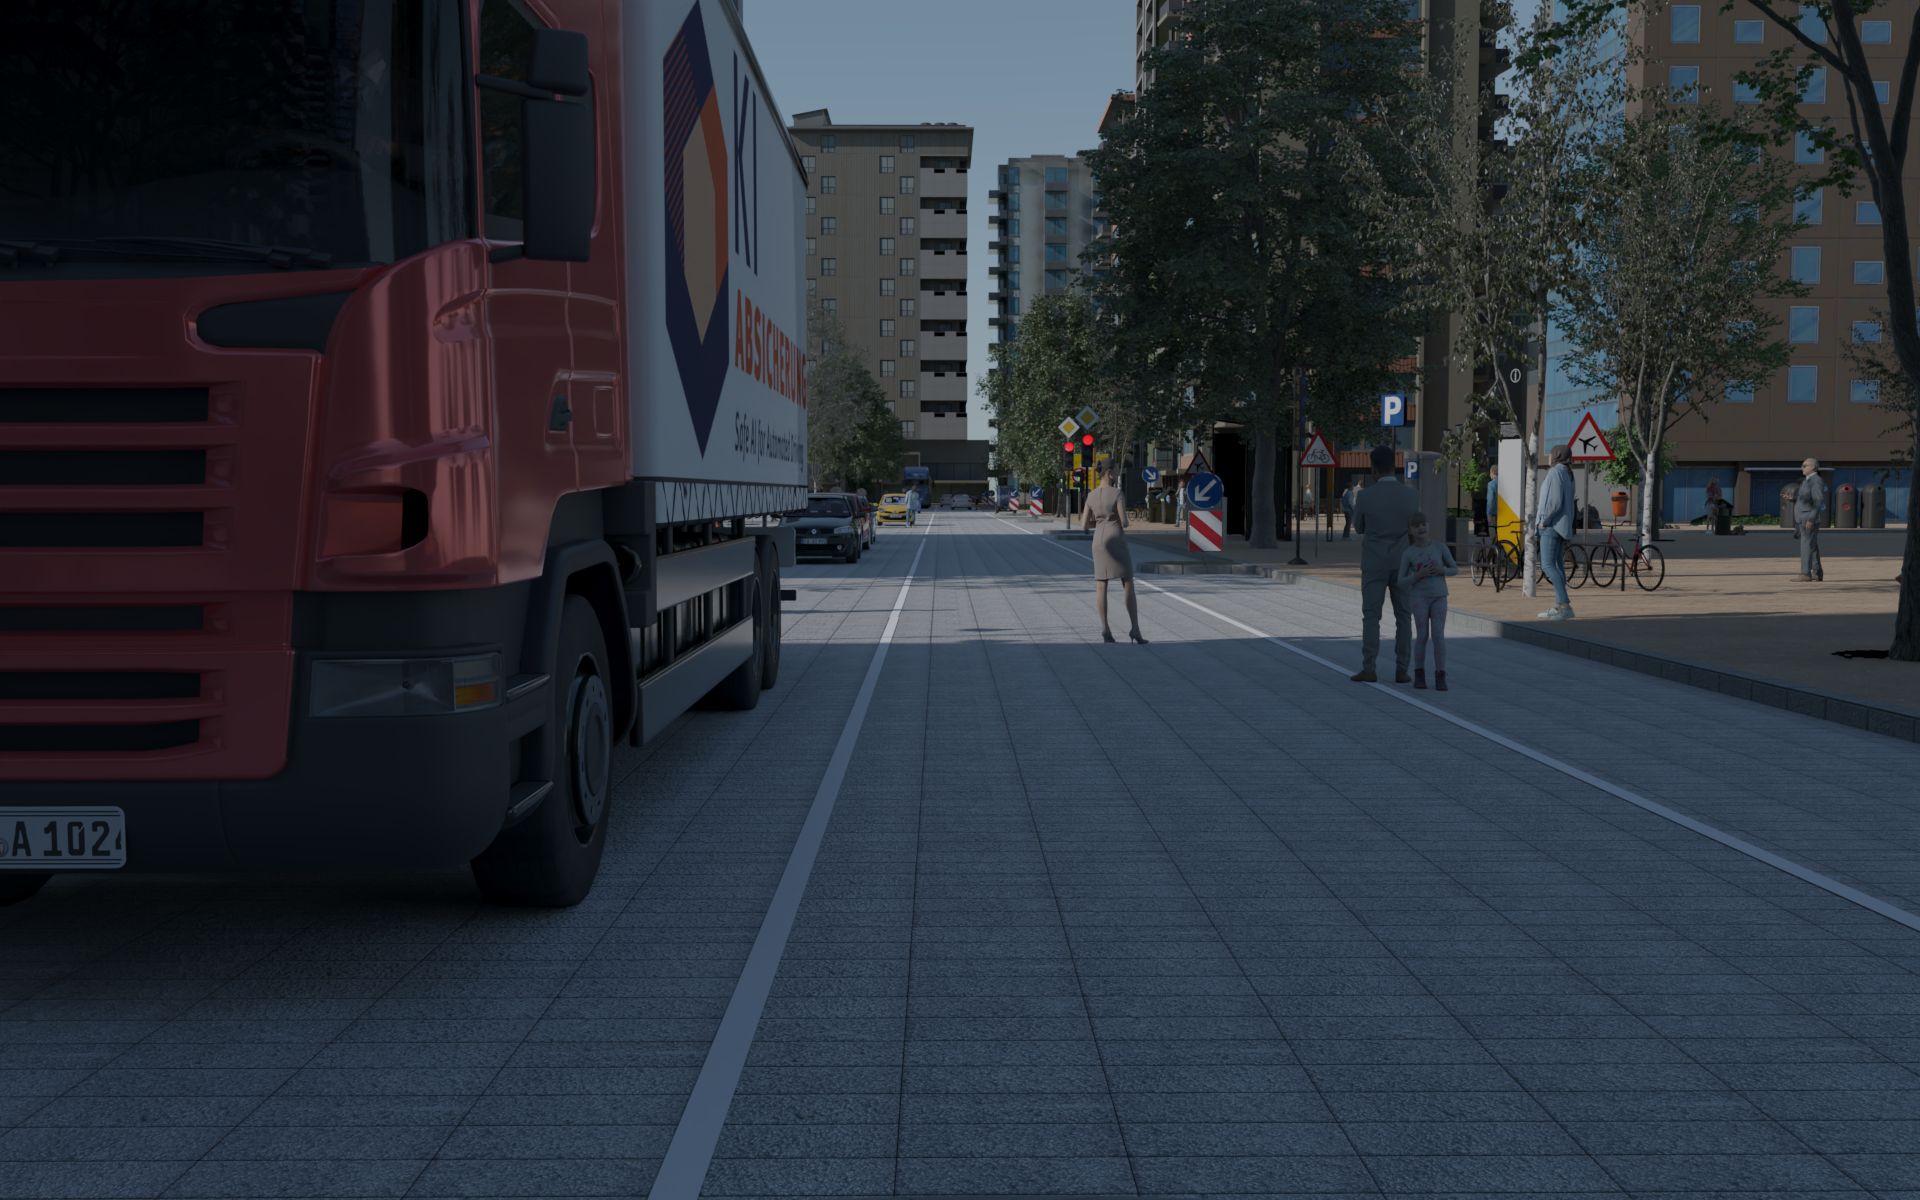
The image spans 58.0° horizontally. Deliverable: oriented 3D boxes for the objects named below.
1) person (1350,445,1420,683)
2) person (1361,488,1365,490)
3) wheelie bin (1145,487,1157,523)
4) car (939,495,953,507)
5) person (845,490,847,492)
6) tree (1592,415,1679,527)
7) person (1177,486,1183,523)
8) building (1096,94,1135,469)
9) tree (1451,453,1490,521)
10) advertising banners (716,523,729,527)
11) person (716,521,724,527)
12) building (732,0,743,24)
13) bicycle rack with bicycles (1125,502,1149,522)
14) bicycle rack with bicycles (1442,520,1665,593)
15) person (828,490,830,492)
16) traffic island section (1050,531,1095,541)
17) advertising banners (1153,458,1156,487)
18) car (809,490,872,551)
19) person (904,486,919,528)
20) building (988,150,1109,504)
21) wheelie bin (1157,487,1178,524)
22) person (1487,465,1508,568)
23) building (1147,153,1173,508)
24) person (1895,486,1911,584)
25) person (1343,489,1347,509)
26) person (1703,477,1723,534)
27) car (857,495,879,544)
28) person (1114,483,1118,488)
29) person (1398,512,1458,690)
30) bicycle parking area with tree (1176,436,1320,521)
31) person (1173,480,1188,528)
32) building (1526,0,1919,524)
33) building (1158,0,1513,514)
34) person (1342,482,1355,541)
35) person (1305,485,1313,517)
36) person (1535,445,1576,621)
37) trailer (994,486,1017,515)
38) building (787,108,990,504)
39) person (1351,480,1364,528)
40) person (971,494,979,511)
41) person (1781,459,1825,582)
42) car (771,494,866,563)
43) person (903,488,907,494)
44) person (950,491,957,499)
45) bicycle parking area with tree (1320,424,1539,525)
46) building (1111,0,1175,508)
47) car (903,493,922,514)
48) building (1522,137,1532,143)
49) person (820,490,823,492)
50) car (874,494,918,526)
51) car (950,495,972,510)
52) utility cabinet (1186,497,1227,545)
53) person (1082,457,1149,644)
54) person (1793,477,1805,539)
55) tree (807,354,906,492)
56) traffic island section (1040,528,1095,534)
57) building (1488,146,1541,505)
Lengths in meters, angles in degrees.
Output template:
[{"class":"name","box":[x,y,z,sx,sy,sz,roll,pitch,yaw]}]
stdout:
[{"class":"person","box":[3.250,-0.280,13.267,0.511,1.800,0.466,-1,4,-11]},{"class":"person","box":[14.952,-3.400,64.228,0.523,1.515,0.503,0,4,-2]},{"class":"wheelie bin","box":[8.760,-4.248,77.356,0.980,1.594,0.693,1,4,10]},{"class":"car","box":[-1.278,-11.035,192.777,2.083,1.381,4.827,0,4,-2]},{"class":"person","box":[-13.512,-12.213,206.432,0.721,1.736,1.217,2,4,30]},{"class":"tree","box":[26.710,-5.221,69.085,4.285,4.588,4.351,0,3,0]},{"class":"person","box":[9.942,-4.325,76.774,0.660,1.820,0.620,1,4,22]},{"class":"building","box":[26.351,-32.645,188.374,22.147,44.769,28.867,0,4,-1]},{"class":"tree","box":[24.112,-5.306,81.360,1.663,3.219,1.824,0,3,0]},{"class":"advertising banners","box":[-9.037,-4.170,64.360,2.074,3.025,0.090,2,4,30]},{"class":"person","box":[-3.367,-0.718,20.454,1.509,1.804,0.699,-1,4,-19]},{"class":"building","box":[-30.841,-37.227,150.655,21.231,58.520,28.212,0,4,-1]},{"class":"bicycle rack with bicycles","box":[8.189,-4.110,80.577,2.852,0.926,2.925,-1,4,-10]},{"class":"bicycle rack with bicycles","box":[7.834,-0.632,23.715,2.852,0.926,2.925,-1,4,-8]},{"class":"person","box":[-13.841,-10.862,184.459,0.721,1.723,1.217,1,4,18]},{"class":"traffic island section","box":[4.040,-1.994,54.883,2.009,0.180,2.903,0,4,-1]},{"class":"advertising banners","box":[9.436,-5.447,85.248,0.090,3.025,2.074,0,4,-2]},{"class":"car","box":[-3.235,-2.087,43.157,2.155,1.783,4.494,0,4,1]},{"class":"person","box":[-2.061,-3.950,73.351,0.793,1.790,0.793,3,5,44]},{"class":"building","box":[19.131,-38.175,243.766,30.456,49.044,23.786,0,4,-1]},{"class":"wheelie bin","box":[8.957,-4.043,74.006,0.693,1.594,0.980,0,4,-5]},{"class":"person","box":[9.289,-1.435,29.850,0.601,1.785,0.444,-1,4,-19]},{"class":"building","box":[22.597,-22.863,145.511,14.160,30.474,14.107,0,4,-1]},{"class":"person","box":[12.605,-1.021,22.651,0.836,1.842,0.656,-2,4,-24]},{"class":"person","box":[19.536,-4.959,87.084,0.622,1.834,0.822,2,4,29]},{"class":"person","box":[24.238,-3.043,55.772,0.573,1.828,0.580,2,4,27]},{"class":"car","box":[-3.382,-2.384,50.979,2.014,1.417,4.499,0,4,-1]},{"class":"person","box":[6.780,-4.256,75.809,0.466,1.800,0.511,-3,5,-40]},{"class":"person","box":[3.458,0.002,12.744,0.425,1.301,0.394,0,4,-6]},{"class":"bicycle parking area with tree","box":[14.141,-5.961,84.464,8.231,4.147,9.016,1,4,9]},{"class":"person","box":[8.396,-3.608,65.023,0.713,1.824,0.794,-2,4,-30]},{"class":"building","box":[35.743,-26.264,79.532,14.200,45.320,14.600,0,4,-1]},{"class":"building","box":[25.718,-28.658,123.186,22.147,44.769,28.867,0,4,-1]},{"class":"person","box":[10.750,-2.447,47.863,0.330,1.601,0.589,0,4,1]},{"class":"person","box":[19.237,-5.479,95.852,0.641,1.798,0.478,0,3,0]},{"class":"person","box":[6.151,-0.703,17.806,0.793,1.790,0.793,0,4,-1]},{"class":"trailer","box":[3.096,-6.835,118.803,1.471,1.999,3.904,0,4,-2]},{"class":"building","box":[-9.862,-40.119,245.190,27.495,52.752,28.713,0,4,-1]},{"class":"person","box":[15.073,-3.641,65.752,0.592,1.802,0.473,2,4,26]},{"class":"person","box":[1.305,-8.488,150.510,0.697,1.427,0.421,-1,4,-10]},{"class":"person","box":[12.398,-1.176,25.447,0.590,1.801,0.661,1,4,13]},{"class":"car","box":[-3.007,-1.667,37.036,2.009,1.686,4.222,0,4,-2]},{"class":"person","box":[-3.449,-6.201,110.098,0.699,1.804,1.509,1,4,9]},{"class":"person","box":[-0.602,-10.889,187.083,0.990,1.755,0.434,-1,4,-12]},{"class":"bicycle parking area with tree","box":[20.833,-5.308,73.787,9.016,4.147,8.231,2,4,23]},{"class":"building","box":[25.577,-44.319,162.865,20.563,71.187,20.611,0,4,-1]},{"class":"car","box":[-3.740,-7.235,127.883,1.945,1.707,3.694,0,4,-2]},{"class":"building","box":[70.362,-31.368,196.463,14.086,41.232,14.154,0,4,-1]},{"class":"person","box":[-14.609,-10.683,181.386,0.721,1.739,1.217,-1,4,-20]},{"class":"car","box":[-2.921,-4.212,79.089,2.015,1.641,3.980,0,4,-1]},{"class":"car","box":[0.110,-8.919,158.179,2.083,1.381,4.827,0,4,-2]},{"class":"utility cabinet","box":[6.219,-1.992,43.726,1.020,1.237,0.306,3,4,36]},{"class":"person","box":[1.489,-0.476,16.628,0.599,1.781,0.374,3,4,38]},{"class":"person","box":[23.973,-2.609,49.257,0.362,1.759,0.519,0,4,-5]},{"class":"tree","box":[-9.333,-13.503,137.783,9.611,12.733,9.660,0,3,0]},{"class":"traffic island section","box":[3.956,-2.482,62.868,2.009,0.180,2.903,0,4,-1]},{"class":"building","box":[50.858,-30.326,187.704,23.993,40.220,32.217,0,4,-1]}]
